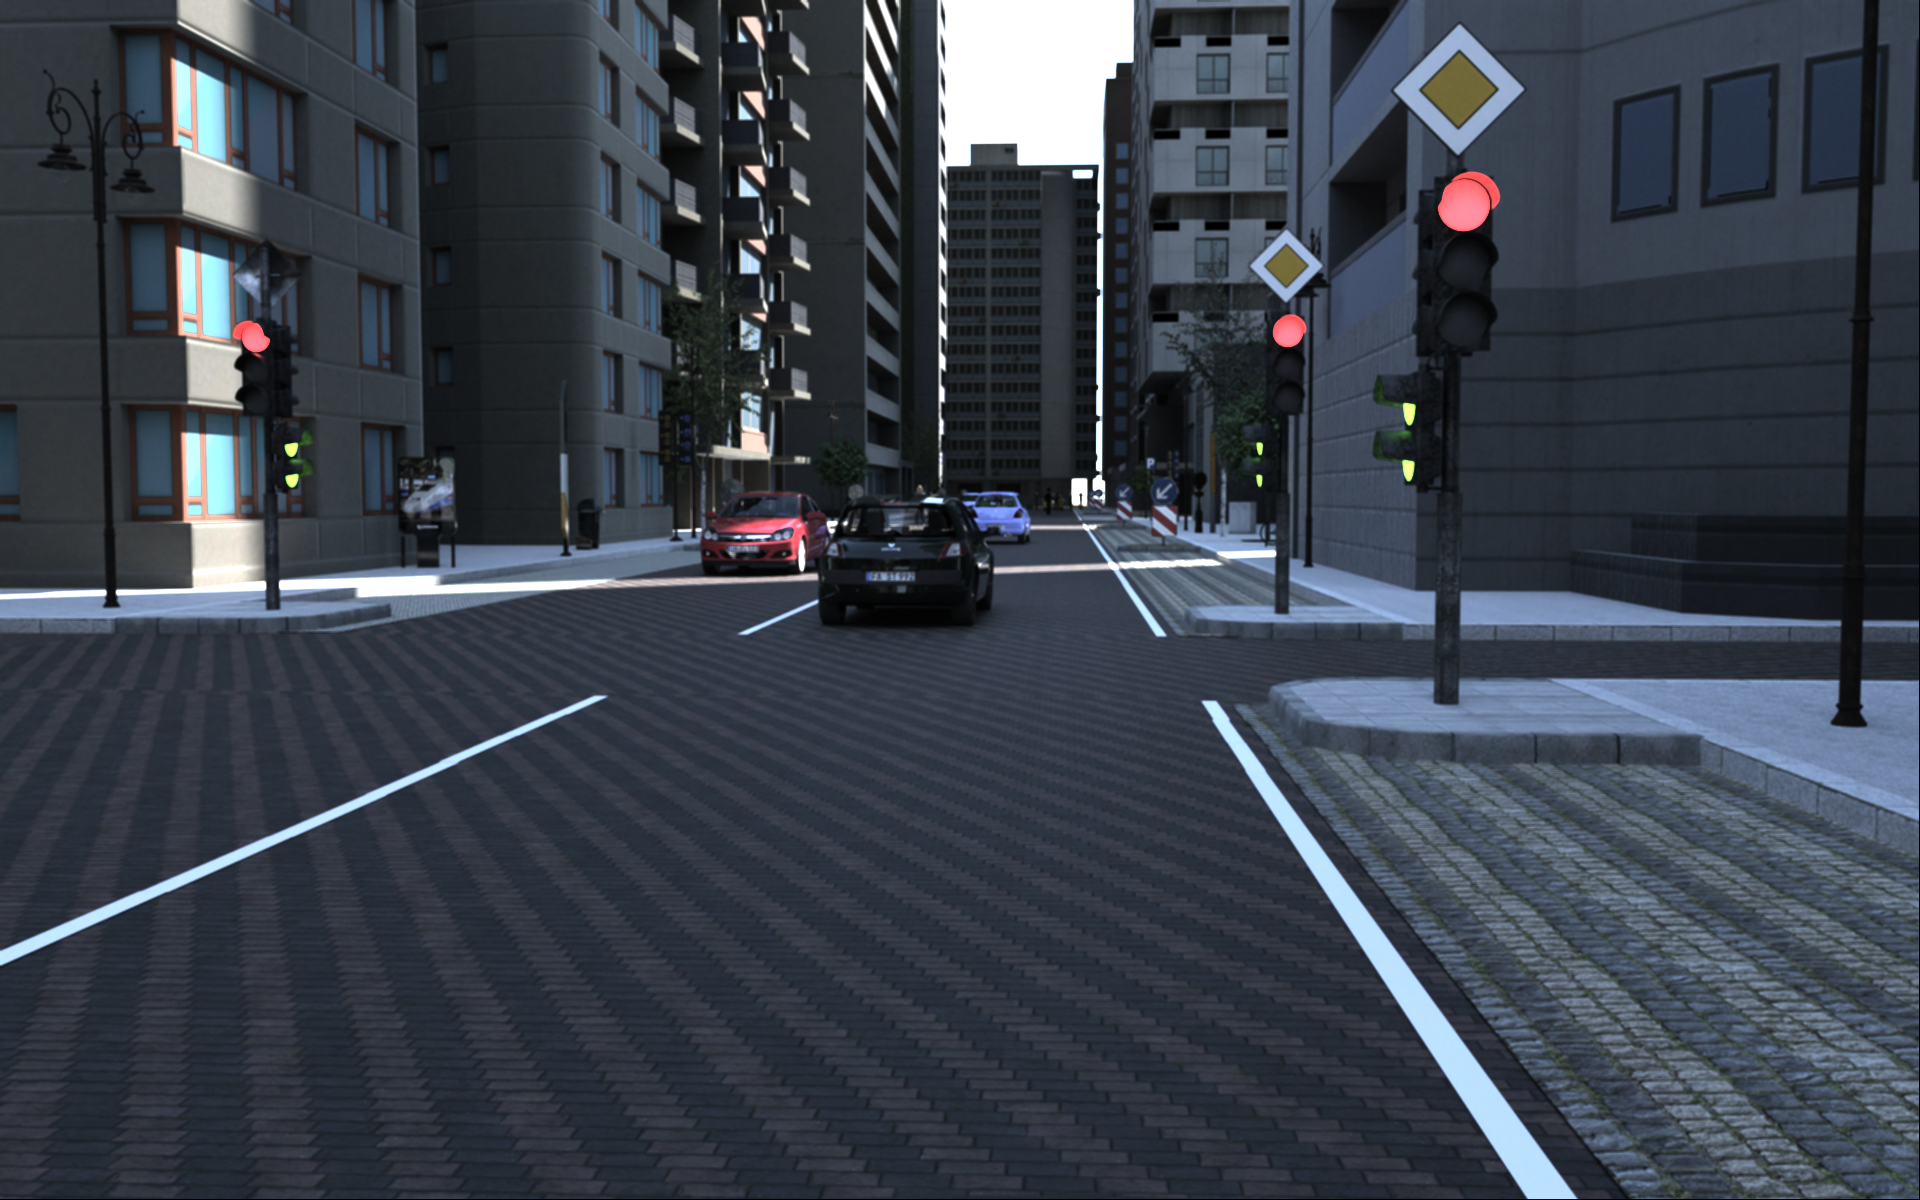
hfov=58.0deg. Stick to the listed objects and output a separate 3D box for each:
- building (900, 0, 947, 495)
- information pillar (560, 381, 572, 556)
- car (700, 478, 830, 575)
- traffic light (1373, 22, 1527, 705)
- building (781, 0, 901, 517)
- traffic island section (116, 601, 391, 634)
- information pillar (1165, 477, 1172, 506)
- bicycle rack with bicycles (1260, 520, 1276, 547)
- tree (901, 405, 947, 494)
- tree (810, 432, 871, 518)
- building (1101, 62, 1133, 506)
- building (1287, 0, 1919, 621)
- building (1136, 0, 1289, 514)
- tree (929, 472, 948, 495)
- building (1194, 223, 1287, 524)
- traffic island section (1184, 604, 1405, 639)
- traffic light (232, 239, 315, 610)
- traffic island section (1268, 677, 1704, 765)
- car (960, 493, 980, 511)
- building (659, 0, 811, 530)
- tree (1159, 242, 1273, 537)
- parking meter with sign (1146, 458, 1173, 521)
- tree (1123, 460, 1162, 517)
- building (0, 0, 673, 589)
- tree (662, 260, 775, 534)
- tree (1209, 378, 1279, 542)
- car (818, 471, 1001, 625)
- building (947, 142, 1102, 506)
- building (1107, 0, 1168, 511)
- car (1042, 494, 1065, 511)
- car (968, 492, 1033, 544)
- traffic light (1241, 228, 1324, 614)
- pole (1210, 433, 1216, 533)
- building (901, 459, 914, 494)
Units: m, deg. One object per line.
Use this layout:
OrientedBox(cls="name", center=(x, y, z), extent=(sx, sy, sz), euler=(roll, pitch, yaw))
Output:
OrientedBox(cls="building", center=(-15.505, -37.784, 159.770), extent=(28.212, 58.520, 21.231), euler=(0, 4, 3))
OrientedBox(cls="information pillar", center=(-8.162, -2.714, 35.723), extent=(0.183, 3.616, 0.504), euler=(0, 4, -5))
OrientedBox(cls="car", center=(-3.569, -1.416, 32.188), extent=(2.155, 1.783, 4.494), euler=(0, 4, 5))
OrientedBox(cls="traffic light", center=(2.961, -1.320, 10.498), extent=(0.839, 4.253, 0.868), euler=(0, 4, 3))
OrientedBox(cls="building", center=(-15.211, -29.437, 104.994), extent=(21.300, 48.544, 21.600), euler=(0, 4, 3))
OrientedBox(cls="traffic island section", center=(-7.648, 0.186, 19.244), extent=(2.009, 0.180, 2.903), euler=(0, 4, 3))
OrientedBox(cls="information pillar", center=(8.992, -4.297, 74.740), extent=(0.304, 2.012, 0.304), euler=(1, 4, 10))
OrientedBox(cls="bicycle rack with bicycles", center=(8.630, -1.778, 42.459), extent=(2.925, 0.926, 2.852), euler=(3, 4, 39))
OrientedBox(cls="tree", center=(-2.928, -11.759, 142.625), extent=(4.737, 8.622, 4.395), euler=(0, 3, 0))
OrientedBox(cls="tree", center=(-6.319, -6.626, 92.054), extent=(4.285, 4.588, 4.351), euler=(0, 3, 0))
OrientedBox(cls="building", center=(22.213, -32.585, 182.882), extent=(14.200, 45.320, 14.600), euler=(0, 4, 3))
OrientedBox(cls="building", center=(20.262, -29.527, 24.766), extent=(28.212, 58.520, 21.231), euler=(0, 4, 3))
OrientedBox(cls="building", center=(25.582, -32.027, 112.876), extent=(28.713, 52.752, 27.495), euler=(0, 4, 3))
OrientedBox(cls="tree", center=(-2.090, -9.348, 147.442), extent=(1.663, 3.219, 1.824), euler=(0, 3, 0))
OrientedBox(cls="building", center=(21.688, -46.086, 66.185), extent=(22.319, 86.520, 31.000), euler=(0, 4, 3))
OrientedBox(cls="traffic island section", center=(3.474, 0.226, 18.581), extent=(2.009, 0.180, 2.903), euler=(0, 4, 3))
OrientedBox(cls="traffic light", center=(-7.608, -1.846, 19.107), extent=(0.839, 4.253, 0.868), euler=(0, 4, 3))
OrientedBox(cls="traffic island section", center=(3.000, 0.714, 10.610), extent=(2.009, 0.180, 2.903), euler=(0, 4, 3))
OrientedBox(cls="car", center=(0.727, -6.041, 108.366), extent=(1.945, 1.707, 3.694), euler=(0, 4, 2))
OrientedBox(cls="building", center=(-18.495, -25.640, 73.833), extent=(22.147, 44.769, 28.867), euler=(0, 4, 3))
OrientedBox(cls="tree", center=(8.109, -6.189, 51.547), extent=(4.360, 8.622, 3.978), euler=(0, 3, 0))
OrientedBox(cls="parking meter with sign", center=(9.697, -5.345, 83.644), extent=(0.543, 3.016, 1.738), euler=(3, 5, 41))
OrientedBox(cls="tree", center=(10.447, -6.399, 99.225), extent=(1.663, 3.219, 1.824), euler=(0, 3, 0))
OrientedBox(cls="building", center=(-23.304, -11.799, 37.949), extent=(27.650, 21.520, 28.899), euler=(0, 4, 3))
OrientedBox(cls="tree", center=(-8.157, -6.433, 55.536), extent=(4.737, 8.622, 4.395), euler=(0, 3, 0))
OrientedBox(cls="tree", center=(8.429, -3.858, 46.788), extent=(4.285, 4.588, 4.351), euler=(0, 3, 0))
OrientedBox(cls="car", center=(-0.560, -0.645, 20.338), extent=(2.009, 1.686, 4.222), euler=(0, 4, 5))
OrientedBox(cls="building", center=(3.745, -30.722, 194.177), extent=(23.993, 40.220, 32.217), euler=(0, 4, 3))
OrientedBox(cls="building", center=(24.049, -43.964, 157.063), extent=(20.563, 71.187, 20.611), euler=(0, 4, 3))
OrientedBox(cls="car", center=(7.999, -8.449, 148.363), extent=(2.015, 1.641, 3.980), euler=(0, 4, 3))
OrientedBox(cls="car", center=(1.171, -2.532, 50.981), extent=(1.945, 1.707, 3.694), euler=(0, 4, 5))
OrientedBox(cls="traffic light", center=(3.434, -1.807, 18.469), extent=(0.839, 4.253, 0.868), euler=(0, 4, 3))
OrientedBox(cls="pole", center=(8.318, -3.857, 56.900), extent=(0.158, 3.312, 0.155), euler=(0, 3, 0))
OrientedBox(cls="building", center=(-14.024, -42.023, 125.336), extent=(20.563, 71.187, 20.611), euler=(0, 4, 3))
